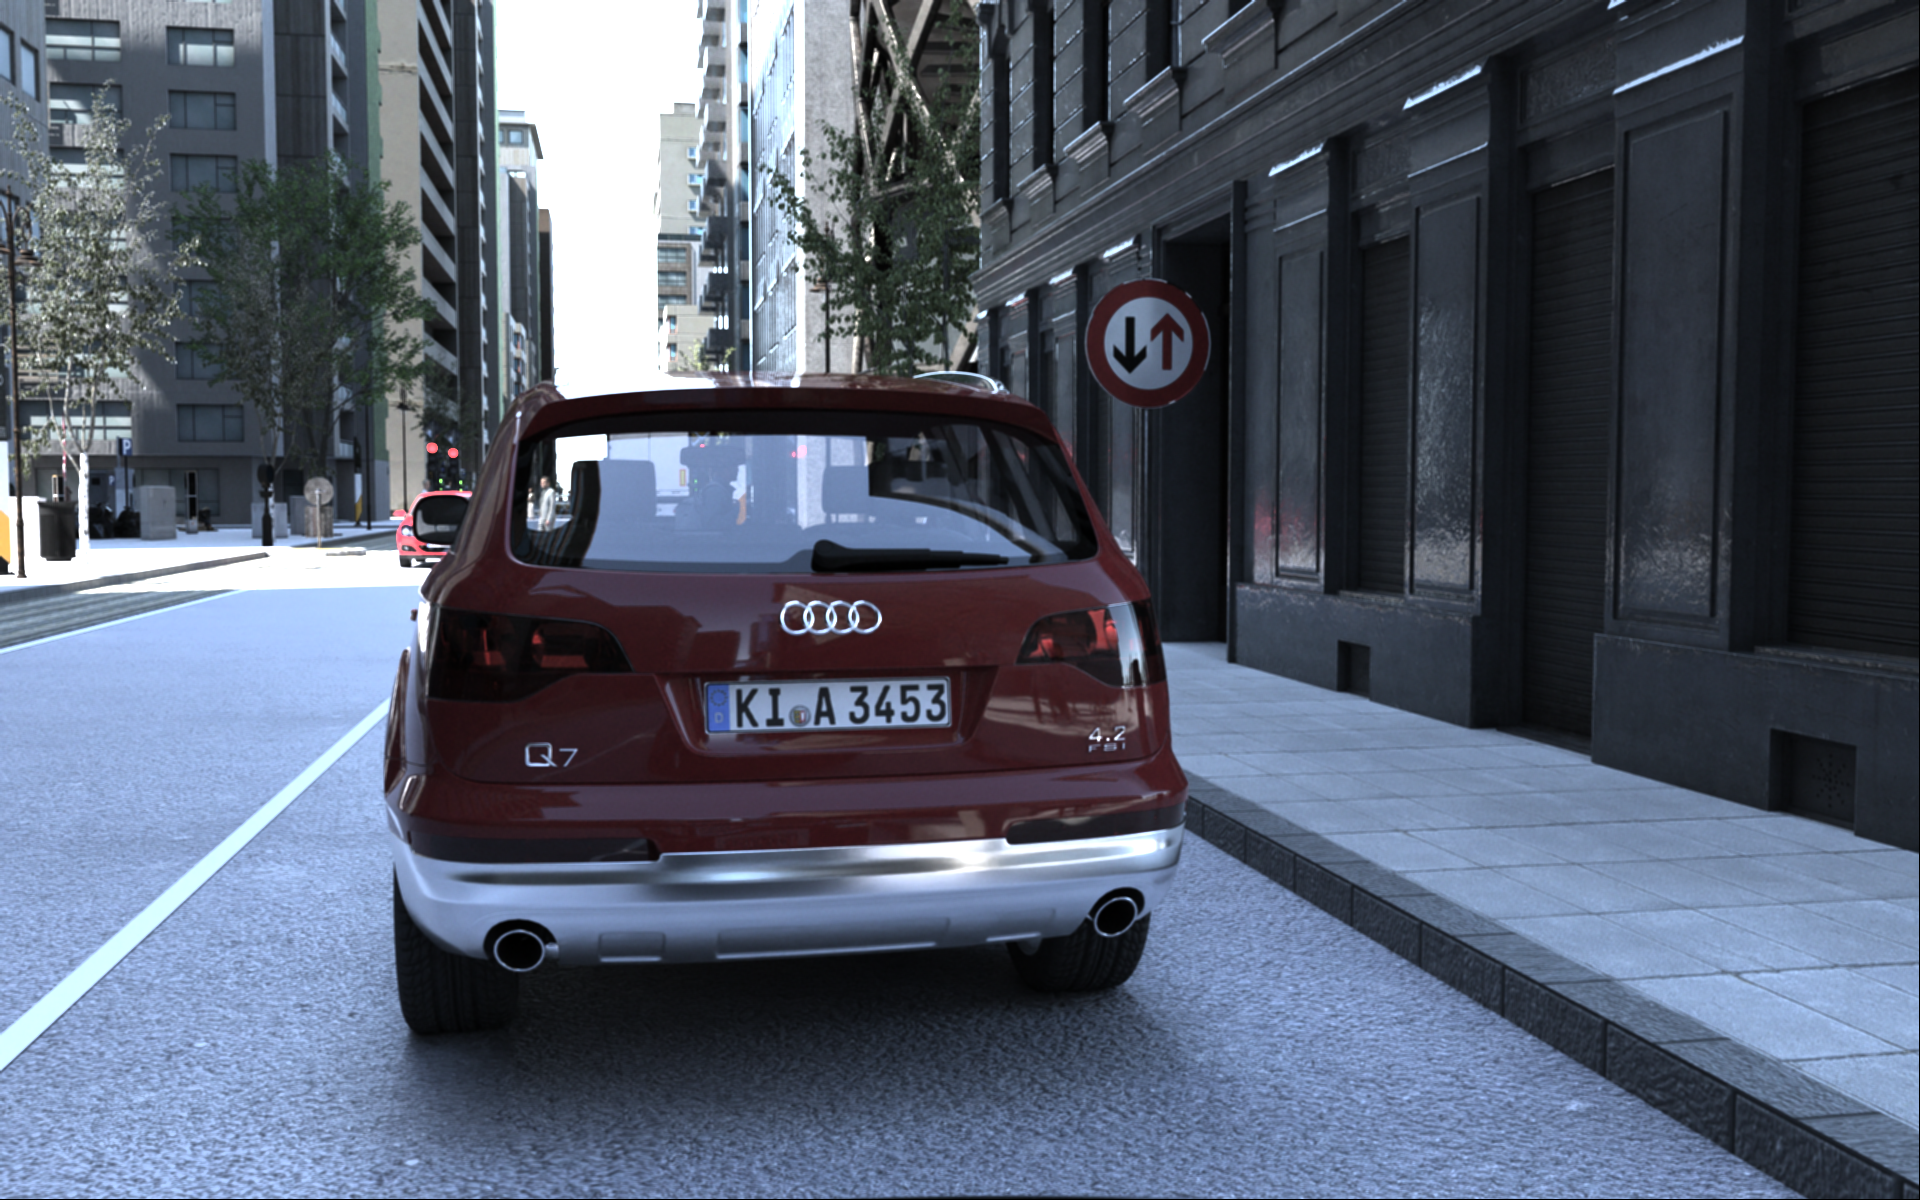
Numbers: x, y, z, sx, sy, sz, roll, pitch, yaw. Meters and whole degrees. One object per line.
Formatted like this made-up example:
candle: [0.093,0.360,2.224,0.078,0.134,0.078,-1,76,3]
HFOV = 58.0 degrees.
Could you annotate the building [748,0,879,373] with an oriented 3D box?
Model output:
building: [-0.103,-14.577,56.357,12.078,24.808,19.932,-1,4,-11]

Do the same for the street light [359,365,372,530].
street light: [-21.204,-5.455,61.975,0.468,5.910,1.993,-1,4,-11]

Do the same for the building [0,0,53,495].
building: [-42.056,-27.832,44.285,27.495,52.752,28.713,-1,4,-11]

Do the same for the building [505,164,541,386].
building: [-58.029,-32.099,208.411,14.154,41.232,14.086,-1,4,-11]

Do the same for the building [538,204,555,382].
building: [-68.499,-37.403,261.652,14.600,45.320,14.200,-1,4,-11]

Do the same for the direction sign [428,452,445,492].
direction sign: [-28.255,-6.210,93.523,0.876,3.537,0.379,-2,4,-32]

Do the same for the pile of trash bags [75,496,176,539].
pile of trash bags: [-24.496,-2.500,50.627,1.912,1.369,3.447,2,4,28]

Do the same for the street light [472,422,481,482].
street light: [-30.096,-8.259,107.829,0.468,5.910,1.993,-1,4,-11]

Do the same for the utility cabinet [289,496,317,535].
utility cabinet: [-20.691,-2.673,54.862,0.306,1.237,1.020,2,4,35]

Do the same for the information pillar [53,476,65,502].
information pillar: [-36.007,-3.960,69.230,0.304,2.012,0.304,2,4,34]

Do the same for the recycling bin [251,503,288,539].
recycling bin: [-20.065,-2.311,50.334,0.722,1.027,0.722,2,4,29]

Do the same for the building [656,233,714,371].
building: [-26.919,-25.855,194.425,14.160,30.474,14.107,-1,4,-11]

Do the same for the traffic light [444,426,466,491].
traffic light: [-20.982,-5.077,71.926,0.839,4.253,0.868,-1,4,-11]

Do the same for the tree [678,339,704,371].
tree: [-11.730,-8.017,81.444,4.737,8.622,4.395,0,3,0]

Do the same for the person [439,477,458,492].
person: [-14.470,-2.529,49.213,0.648,1.900,0.474,-2,4,-25]

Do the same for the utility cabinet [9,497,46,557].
utility cabinet: [-19.190,-1.478,35.325,1.020,1.237,0.306,0,4,2]

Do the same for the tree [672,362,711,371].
tree: [-14.743,-8.830,94.727,4.360,8.622,3.978,0,3,0]

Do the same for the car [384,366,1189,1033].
car: [-0.851,0.145,6.307,2.281,1.827,5.304,-1,4,-13]

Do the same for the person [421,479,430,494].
person: [-14.840,-2.427,48.055,0.818,1.842,0.514,-2,4,-30]

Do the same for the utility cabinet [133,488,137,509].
utility cabinet: [-27.194,-3.040,58.387,1.173,1.500,0.318,0,4,0]

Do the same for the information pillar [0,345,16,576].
information pillar: [-15.101,-2.184,27.060,0.183,3.616,0.504,2,4,25]

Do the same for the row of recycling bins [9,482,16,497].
row of recycling bins: [-26.214,-2.320,45.044,1.069,1.692,3.534,1,4,19]

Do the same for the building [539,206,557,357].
building: [-77.510,-40.544,282.497,23.786,49.044,30.456,-1,4,-11]

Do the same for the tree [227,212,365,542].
tree: [-18.092,-5.822,45.547,4.360,8.622,3.978,0,3,0]

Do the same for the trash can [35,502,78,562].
trash can: [-17.150,-1.301,32.925,0.748,1.137,0.748,0,3,0]

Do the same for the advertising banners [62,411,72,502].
advertising banners: [-19.414,-2.536,37.656,0.090,3.025,2.074,-2,4,-24]

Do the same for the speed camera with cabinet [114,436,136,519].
speed camera with cabinet: [-28.412,-3.943,58.808,0.660,3.252,2.038,-1,4,-20]

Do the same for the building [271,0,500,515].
building: [-41.756,-27.215,128.563,14.154,41.232,14.086,-1,4,-11]

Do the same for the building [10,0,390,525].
building: [-33.708,-24.013,76.207,14.154,41.232,14.086,-1,4,-11]

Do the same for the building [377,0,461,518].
building: [-41.437,-29.178,100.763,21.300,48.544,21.600,-1,4,-11]

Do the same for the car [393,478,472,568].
car: [-10.328,-1.600,35.193,2.155,1.783,4.494,-1,4,-11]

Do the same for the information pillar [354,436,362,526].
information pillar: [-24.536,-4.846,70.586,0.183,3.616,0.504,0,4,4]

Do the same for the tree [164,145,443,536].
tree: [-19.705,-7.776,52.899,9.928,11.665,9.643,0,3,0]

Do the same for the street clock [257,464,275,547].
street clock: [-16.920,-2.305,42.264,0.358,2.002,0.471,0,4,2]

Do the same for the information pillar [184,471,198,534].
information pillar: [-24.788,-3.140,55.838,0.304,2.012,0.304,-3,5,-41]

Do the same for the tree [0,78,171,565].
tree: [-15.871,-4.949,31.281,4.360,8.622,3.978,0,3,0]

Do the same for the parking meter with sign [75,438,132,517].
parking meter with sign: [-26.810,-3.539,54.124,1.738,3.016,0.543,0,4,7]

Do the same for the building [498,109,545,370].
building: [-72.192,-39.737,238.937,28.713,52.752,27.495,-1,4,-11]

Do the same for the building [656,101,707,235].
building: [-26.074,-35.993,212.188,21.300,48.544,21.600,-1,4,-11]

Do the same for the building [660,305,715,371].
building: [-15.951,-20.178,174.957,27.650,21.520,28.899,-1,4,-11]

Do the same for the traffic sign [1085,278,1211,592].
traffic sign: [1.104,-0.625,10.320,0.768,2.556,0.104,-1,4,-10]

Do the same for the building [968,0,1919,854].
building: [6.472,-10.107,14.396,9.793,20.994,18.267,-1,4,-11]

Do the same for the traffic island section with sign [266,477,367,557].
traffic island section with sign: [-14.808,-1.916,39.962,1.989,1.847,2.006,-1,4,-11]

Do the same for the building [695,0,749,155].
building: [-6.362,-30.468,117.763,23.786,49.044,30.456,-1,4,-11]

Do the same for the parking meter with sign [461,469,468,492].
parking meter with sign: [-33.916,-7.474,118.453,0.543,3.016,1.738,-2,4,-24]

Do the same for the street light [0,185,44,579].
street light: [-14.211,-3.258,26.055,0.468,5.910,1.993,-1,4,-11]

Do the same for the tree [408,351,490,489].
tree: [-26.509,-8.491,89.189,4.360,8.622,3.978,0,3,0]

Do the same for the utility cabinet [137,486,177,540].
utility cabinet: [-22.318,-2.419,48.228,0.318,1.500,1.173,1,4,10]

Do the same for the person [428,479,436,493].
person: [-15.180,-2.502,49.210,0.447,1.846,0.655,1,4,9]

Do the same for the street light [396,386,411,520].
street light: [-23.155,-6.079,72.184,0.468,5.910,1.993,-1,4,-11]

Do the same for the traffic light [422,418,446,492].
traffic light: [-19.460,-4.597,64.087,0.839,4.253,0.868,-1,4,-11]

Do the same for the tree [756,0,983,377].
tree: [-0.518,-4.601,25.591,4.737,8.622,4.395,0,3,0]

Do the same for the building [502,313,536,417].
building: [-60.582,-20.895,186.668,27.650,21.520,28.899,-1,4,-11]

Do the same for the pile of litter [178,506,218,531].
pile of litter: [-26.365,-2.812,59.947,1.176,0.858,1.719,-3,5,-41]

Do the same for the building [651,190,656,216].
building: [-37.180,-43.034,292.848,28.713,52.752,27.495,-1,4,-11]

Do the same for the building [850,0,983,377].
building: [5.841,-10.472,38.665,16.820,18.784,16.811,-1,4,-11]

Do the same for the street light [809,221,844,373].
street light: [-2.252,-3.471,29.532,0.468,5.910,1.993,-1,4,-11]
